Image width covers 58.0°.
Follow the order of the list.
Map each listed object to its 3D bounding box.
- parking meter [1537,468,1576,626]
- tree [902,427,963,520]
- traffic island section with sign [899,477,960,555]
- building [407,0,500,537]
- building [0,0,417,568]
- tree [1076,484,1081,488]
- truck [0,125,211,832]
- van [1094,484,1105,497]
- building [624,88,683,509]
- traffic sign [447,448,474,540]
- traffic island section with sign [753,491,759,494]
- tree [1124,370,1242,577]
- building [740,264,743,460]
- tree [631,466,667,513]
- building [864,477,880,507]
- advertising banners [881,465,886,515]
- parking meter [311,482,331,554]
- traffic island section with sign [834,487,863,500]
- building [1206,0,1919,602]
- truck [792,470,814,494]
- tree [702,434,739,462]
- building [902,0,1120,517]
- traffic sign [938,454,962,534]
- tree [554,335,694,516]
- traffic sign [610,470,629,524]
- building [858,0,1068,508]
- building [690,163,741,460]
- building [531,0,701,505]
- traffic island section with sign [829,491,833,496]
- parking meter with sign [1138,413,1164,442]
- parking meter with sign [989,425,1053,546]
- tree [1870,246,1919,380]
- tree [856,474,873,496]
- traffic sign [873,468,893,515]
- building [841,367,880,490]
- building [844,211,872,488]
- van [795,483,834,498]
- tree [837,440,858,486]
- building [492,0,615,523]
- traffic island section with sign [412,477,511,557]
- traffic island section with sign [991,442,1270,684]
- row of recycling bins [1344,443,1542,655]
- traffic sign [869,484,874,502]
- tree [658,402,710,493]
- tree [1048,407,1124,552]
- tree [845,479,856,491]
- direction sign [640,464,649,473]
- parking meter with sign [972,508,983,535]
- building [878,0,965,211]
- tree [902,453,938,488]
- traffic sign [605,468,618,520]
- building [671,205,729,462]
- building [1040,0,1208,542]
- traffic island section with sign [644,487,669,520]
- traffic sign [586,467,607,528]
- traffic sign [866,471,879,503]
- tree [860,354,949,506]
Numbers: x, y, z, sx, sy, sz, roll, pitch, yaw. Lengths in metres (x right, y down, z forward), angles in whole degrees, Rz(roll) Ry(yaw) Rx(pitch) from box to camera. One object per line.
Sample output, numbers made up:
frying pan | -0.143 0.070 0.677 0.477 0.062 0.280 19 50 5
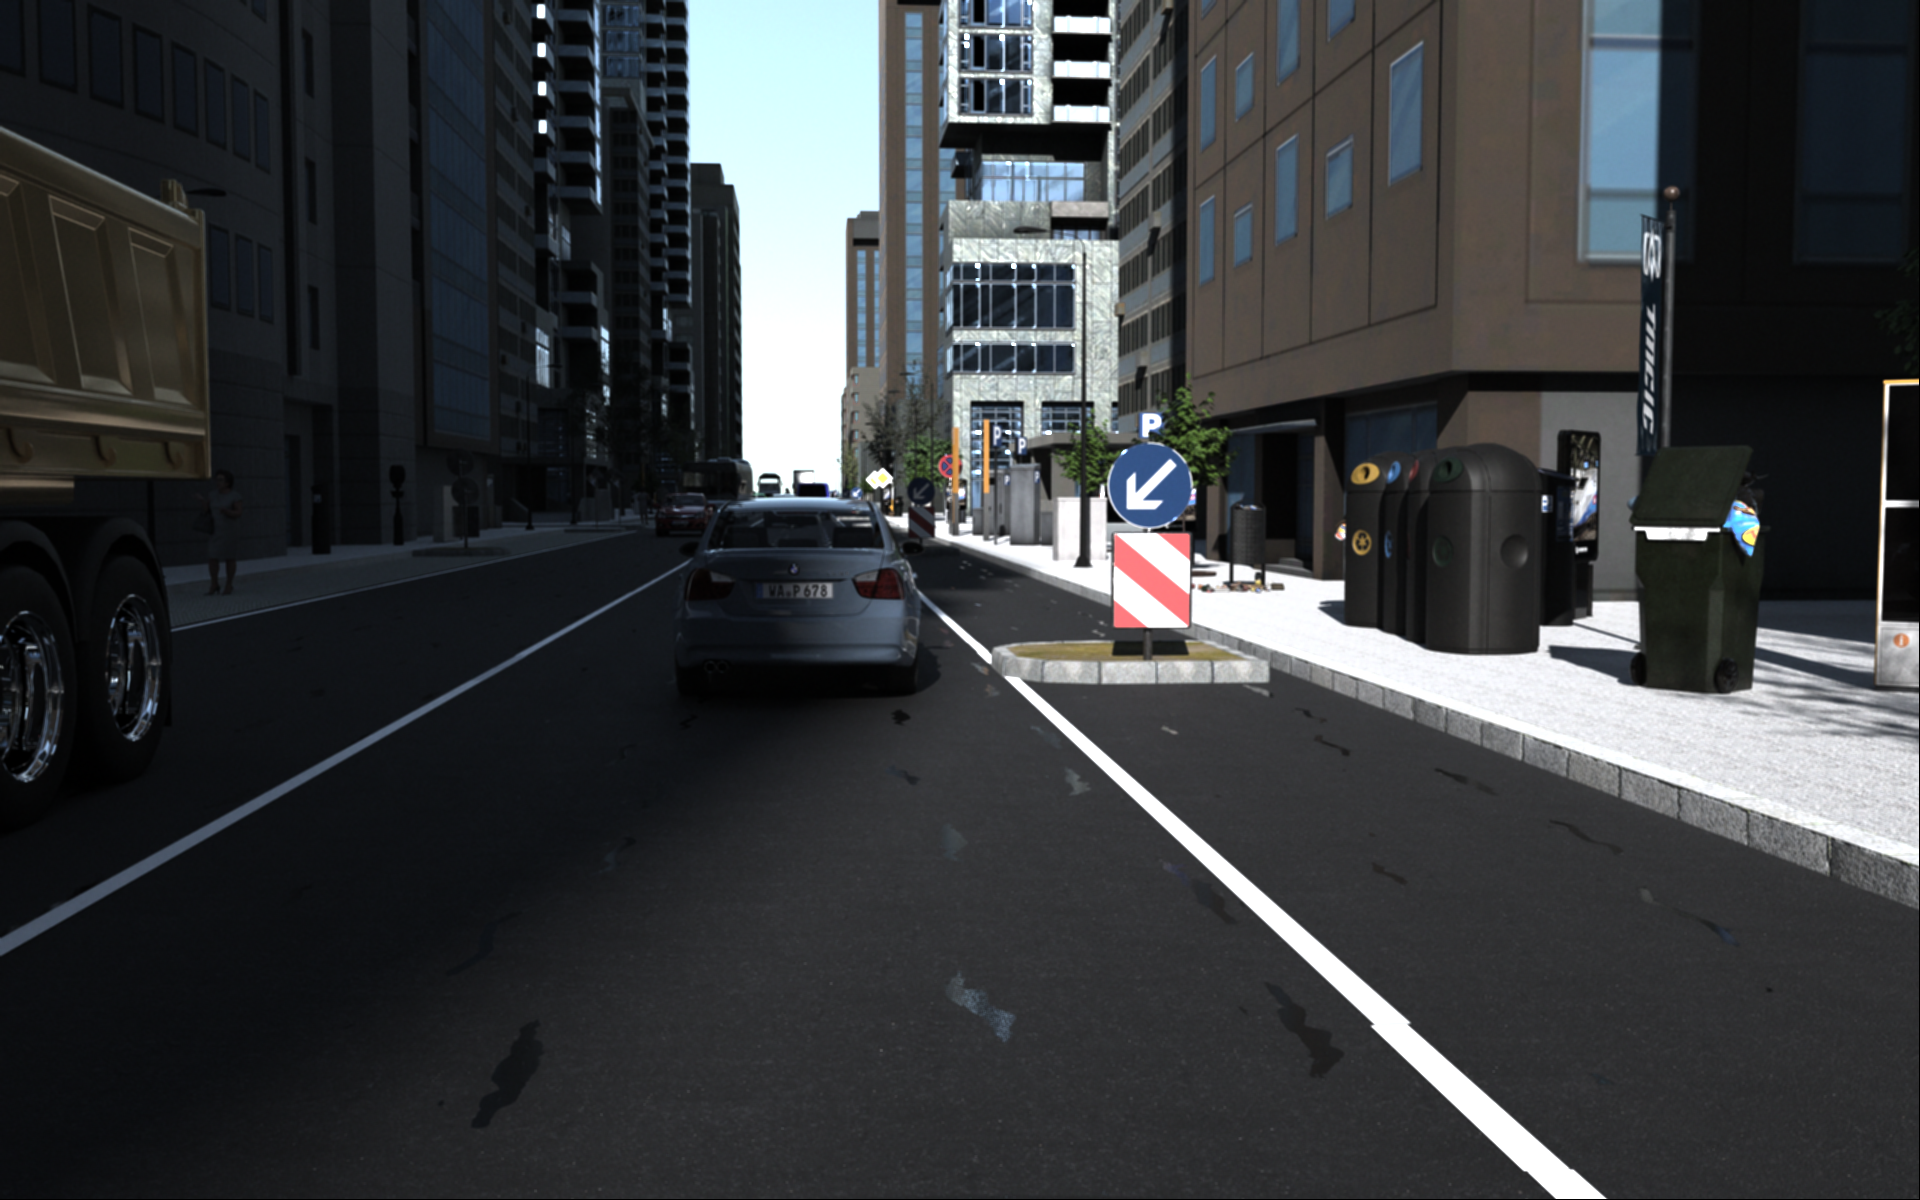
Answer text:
parking meter | 5.809 -0.521 16.925 0.372 1.533 0.369 0 3 0
tree | -1.371 -6.203 85.130 4.285 4.588 4.351 0 3 0
traffic island section with sign | -1.081 -2.004 41.392 1.989 1.847 2.006 0 4 -5
building | -23.199 -24.717 54.239 14.200 45.320 14.600 0 4 -5
building | -24.264 -29.927 31.310 21.231 58.520 28.212 0 4 -5
tree | 7.420 -6.720 93.589 4.285 4.588 4.351 0 3 0
truck | -4.981 -0.548 4.890 3.469 3.379 9.791 0 4 -6
van | 7.593 -3.976 72.011 4.112 2.044 2.013 0 4 -5
building | -41.198 -28.506 157.947 32.217 40.220 23.993 0 4 -5
traffic sign | -13.936 -2.949 48.326 0.768 2.556 0.104 0 4 -1
traffic island section with sign | -32.600 -16.722 282.036 1.989 1.847 2.006 0 4 -5
tree | 3.544 -1.990 27.138 1.663 3.219 1.824 0 3 0
building | -44.813 -37.590 298.197 14.154 41.232 14.086 0 4 -5
tree | -20.826 -7.473 116.785 1.663 3.219 1.824 0 3 0
building | 6.103 -29.987 182.172 32.217 40.220 23.993 0 4 -5
advertising banners | -4.636 -6.665 105.167 0.090 3.025 2.074 0 4 4
parking meter | -13.645 -1.747 36.969 0.372 1.533 0.369 0 3 0
traffic island section with sign | -5.878 -5.372 96.458 1.989 1.847 2.006 0 4 -5
building | 11.917 -23.012 26.350 14.600 45.320 14.200 0 4 -5
truck | -18.782 -13.423 208.372 2.839 4.237 11.283 0 4 -5
tree | -28.554 -15.761 208.057 4.360 8.622 3.978 0 3 0
building | 7.391 -48.825 110.956 22.319 86.520 31.000 0 4 -5
traffic sign | -0.308 -3.377 55.321 0.768 2.556 0.104 0 4 -2
tree | -19.682 -10.199 101.174 8.767 10.594 7.601 0 4 -2
traffic sign | -14.400 -4.259 73.280 0.795 2.450 0.064 0 4 -5
building | -0.748 -54.743 207.713 22.319 86.520 31.000 0 4 -5
building | -43.531 -38.654 255.694 21.300 48.544 21.600 0 4 -5
building | -38.871 -53.324 184.523 22.319 86.520 31.000 0 4 -5
traffic island section with sign | -8.213 -7.014 123.313 1.989 1.847 2.006 0 4 -5
parking meter with sign | 4.156 -2.451 36.328 0.543 3.016 1.738 0 4 -4
parking meter with sign | 1.632 -2.882 43.377 1.738 3.016 0.543 2 4 28
tree | 10.802 -2.041 17.084 4.285 4.588 4.351 0 3 0
tree | -8.585 -10.325 163.415 1.663 3.219 1.824 0 3 0
traffic sign | -2.952 -3.828 66.237 0.795 2.450 0.064 0 4 -5
building | -6.171 -27.543 295.362 27.650 21.520 28.899 0 4 -5
building | -10.936 -38.075 272.632 14.600 45.320 14.200 0 4 -5
van | -8.216 -5.681 97.275 2.240 2.365 5.245 0 4 -4
tree | -14.622 -17.233 232.129 4.737 8.622 4.395 0 3 0
building | -33.904 -23.930 83.137 32.217 40.220 23.993 0 4 -5
traffic island section with sign | -11.566 -1.943 40.391 1.989 1.847 2.006 0 4 -5
traffic island section with sign | 1.286 -0.330 14.029 1.989 1.847 2.006 0 4 -5
row of recycling bins | 4.278 -0.513 15.495 1.069 1.692 3.534 0 4 -1
traffic sign | -6.047 -7.421 121.444 0.768 2.556 0.104 0 4 -3
tree | -22.064 -11.362 136.137 4.737 8.622 4.395 0 3 0
tree | 3.012 -2.683 38.467 1.663 3.219 1.824 0 3 0
tree | -12.348 -12.545 199.719 1.663 3.219 1.824 0 3 0
direction sign | -23.510 -8.389 129.161 0.876 3.537 0.379 2 4 32
parking meter with sign | 1.174 -3.494 53.387 1.738 3.016 0.543 2 4 34
building | 0.532 -30.102 142.277 14.600 45.320 14.200 0 4 -5
tree | -1.789 -5.294 81.150 1.663 3.219 1.824 0 3 0
traffic sign | -17.192 -5.235 85.700 0.768 2.556 0.104 0 4 -3
building | -39.176 -33.908 237.989 14.154 41.232 14.086 0 4 -5
building | 18.194 -22.160 54.198 32.217 40.220 23.993 0 4 -5
traffic island section with sign | -16.385 -5.325 95.683 1.989 1.847 2.006 0 4 -5
traffic sign | -13.708 -3.773 65.325 0.795 2.450 0.064 0 4 -5
traffic sign | -3.644 -4.315 74.192 0.795 2.450 0.064 0 4 -5
tree | -2.667 -8.566 90.416 4.360 8.622 3.978 0 3 0
